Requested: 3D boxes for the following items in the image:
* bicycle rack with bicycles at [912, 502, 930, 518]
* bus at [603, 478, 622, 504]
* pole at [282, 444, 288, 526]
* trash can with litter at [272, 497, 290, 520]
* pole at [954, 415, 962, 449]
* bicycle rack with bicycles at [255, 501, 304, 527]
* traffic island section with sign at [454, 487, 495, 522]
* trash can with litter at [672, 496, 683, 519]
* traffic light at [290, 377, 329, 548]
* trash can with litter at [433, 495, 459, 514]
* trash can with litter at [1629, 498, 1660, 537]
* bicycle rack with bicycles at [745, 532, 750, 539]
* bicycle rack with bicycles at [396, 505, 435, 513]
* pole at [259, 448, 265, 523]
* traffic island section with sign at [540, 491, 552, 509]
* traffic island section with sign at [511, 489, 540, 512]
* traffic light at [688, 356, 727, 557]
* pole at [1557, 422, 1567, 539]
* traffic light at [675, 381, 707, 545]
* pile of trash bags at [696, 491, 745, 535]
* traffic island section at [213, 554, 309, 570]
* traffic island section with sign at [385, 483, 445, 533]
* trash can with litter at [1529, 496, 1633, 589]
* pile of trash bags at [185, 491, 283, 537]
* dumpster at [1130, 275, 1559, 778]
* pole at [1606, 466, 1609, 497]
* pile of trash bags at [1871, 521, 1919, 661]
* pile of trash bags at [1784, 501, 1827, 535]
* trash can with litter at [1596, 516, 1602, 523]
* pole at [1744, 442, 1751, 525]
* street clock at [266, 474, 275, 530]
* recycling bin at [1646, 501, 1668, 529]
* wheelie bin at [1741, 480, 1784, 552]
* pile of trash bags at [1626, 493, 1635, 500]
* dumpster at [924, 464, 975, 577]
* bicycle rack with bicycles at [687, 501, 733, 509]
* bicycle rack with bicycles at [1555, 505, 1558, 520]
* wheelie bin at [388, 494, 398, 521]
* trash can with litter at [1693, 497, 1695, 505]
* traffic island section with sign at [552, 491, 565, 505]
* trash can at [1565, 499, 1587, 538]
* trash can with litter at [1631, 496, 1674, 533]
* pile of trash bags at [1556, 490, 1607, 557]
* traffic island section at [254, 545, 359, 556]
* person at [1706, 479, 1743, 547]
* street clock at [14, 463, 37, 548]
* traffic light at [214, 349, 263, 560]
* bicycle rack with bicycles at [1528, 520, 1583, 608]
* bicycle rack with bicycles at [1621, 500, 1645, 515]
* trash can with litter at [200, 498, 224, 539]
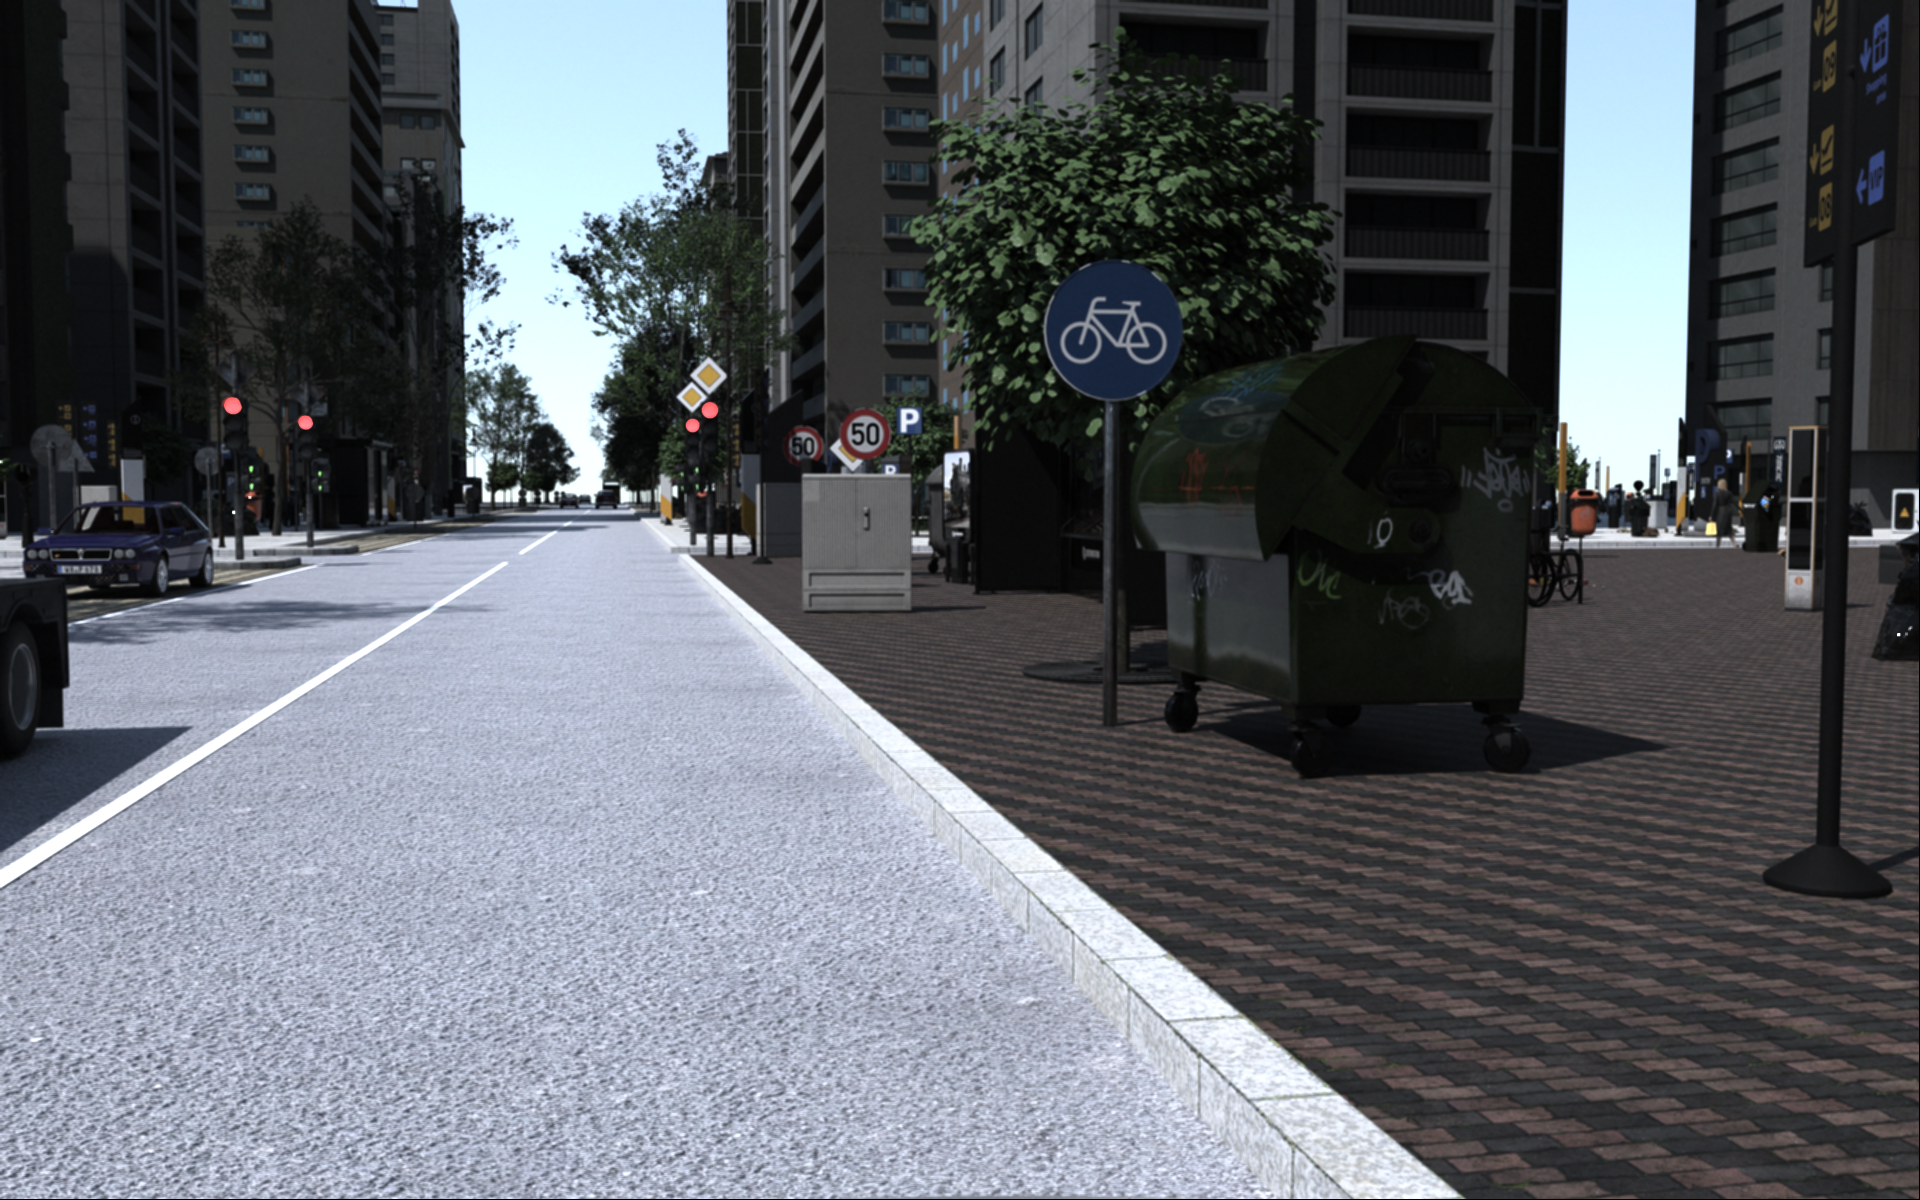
[{"bbox_3d":[-1.198,-4.162,81.433,2.852,0.926,2.925,-1,4,-11],"label":"bicycle rack with bicycles"},{"bbox_3d":[-52.019,-16.347,258.815,2.896,3.916,12.252,-1,4,-11],"label":"bus"},{"bbox_3d":[-27.324,-4.663,70.088,0.158,3.312,0.155,0,3,0],"label":"pole"},{"bbox_3d":[-36.302,-4.934,92.066,0.624,1.170,1.055,0,4,2],"label":"trash can with litter"},{"bbox_3d":[-0.055,-3.131,45.033,0.158,3.312,0.155,0,3,0],"label":"pole"},{"bbox_3d":[-27.489,-3.249,66.504,2.925,0.926,2.852,2,4,26],"label":"bicycle rack with bicycles"},{"bbox_3d":[-25.374,-5.008,90.515,1.989,1.847,2.006,-1,4,-11],"label":"traffic island section with sign"},{"bbox_3d":[-14.653,-4.785,89.622,0.624,1.170,1.055,-3,5,-39],"label":"trash can with litter"},{"bbox_3d":[-15.584,-3.215,41.485,0.839,4.253,0.868,-1,4,-11],"label":"traffic light"},{"bbox_3d":[-33.335,-6.115,111.038,2.233,1.210,1.678,-1,4,-14],"label":"trash can with litter"},{"bbox_3d":[20.482,-2.465,51.692,0.624,1.170,1.055,-1,4,-16],"label":"trash can with litter"},{"bbox_3d":[-4.427,-2.151,48.546,2.852,0.926,2.925,-2,4,-30],"label":"bicycle rack with bicycles"},{"bbox_3d":[-33.335,-5.693,106.461,2.925,0.926,2.852,-3,4,-39],"label":"bicycle rack with bicycles"},{"bbox_3d":[-30.909,-5.068,76.700,0.158,3.312,0.155,0,3,0],"label":"pole"},{"bbox_3d":[-40.389,-9.622,165.944,1.989,1.847,2.006,-1,4,-11],"label":"traffic island section with sign"},{"bbox_3d":[-35.025,-7.973,138.990,1.989,1.847,2.006,-1,4,-11],"label":"traffic island section with sign"},{"bbox_3d":[-5.141,-2.845,35.431,0.839,4.253,0.868,-1,4,-11],"label":"traffic light"},{"bbox_3d":[17.182,-3.398,49.396,0.158,3.312,0.155,0,3,0],"label":"pole"},{"bbox_3d":[-6.699,-3.324,43.263,0.839,4.253,0.868,-1,4,-11],"label":"traffic light"},{"bbox_3d":[-7.848,-2.855,56.432,1.912,1.369,3.447,-2,4,-30],"label":"pile of trash bags"},{"bbox_3d":[-14.066,-0.703,33.780,2.009,0.180,2.903,-1,4,-11],"label":"traffic island section"},{"bbox_3d":[-20.073,-3.379,63.869,1.989,1.847,2.006,-1,4,-11],"label":"traffic island section with sign"},{"bbox_3d":[8.414,-0.825,24.539,1.678,1.210,2.233,2,4,30],"label":"trash can with litter"},{"bbox_3d":[-22.573,-2.680,53.572,1.912,1.369,3.447,0,4,6],"label":"pile of trash bags"},{"bbox_3d":[1.838,-0.374,8.603,1.502,2.255,1.985,-1,4,-11],"label":"dumpster"},{"bbox_3d":[46.781,-8.029,125.111,0.158,3.312,0.155,0,3,0],"label":"pole"},{"bbox_3d":[8.680,-0.195,12.939,1.912,1.369,3.447,-3,5,-42],"label":"pile of trash bags"},{"bbox_3d":[27.943,-2.889,56.980,3.447,1.369,1.912,1,4,15],"label":"pile of trash bags"},{"bbox_3d":[28.037,-4.027,77.234,1.055,1.170,0.624,-1,4,-12],"label":"trash can with litter"},{"bbox_3d":[31.006,-4.546,68.168,0.158,3.312,0.155,0,3,0],"label":"pole"},{"bbox_3d":[-24.688,-3.518,62.093,0.358,2.002,0.471,-1,4,-17],"label":"street clock"},{"bbox_3d":[25.599,-3.143,63.936,0.722,1.027,0.722,-2,4,-31],"label":"recycling bin"},{"bbox_3d":[17.779,-1.864,38.379,0.693,1.594,0.980,0,4,-4],"label":"wheelie bin"},{"bbox_3d":[44.905,-6.638,118.280,3.447,1.369,1.912,-2,4,-35],"label":"pile of trash bags"},{"bbox_3d":[0.202,-1.330,27.500,1.264,1.857,1.865,-1,4,-11],"label":"dumpster"},{"bbox_3d":[-12.251,-4.456,86.234,2.852,0.926,2.925,1,4,16],"label":"bicycle rack with bicycles"},{"bbox_3d":[27.977,-4.062,79.793,2.852,0.926,2.925,3,5,40],"label":"bicycle rack with bicycles"},{"bbox_3d":[-26.655,-4.457,80.772,0.980,1.594,0.693,3,5,39],"label":"wheelie bin"},{"bbox_3d":[42.447,-5.415,99.929,0.624,1.170,1.055,0,4,7],"label":"trash can with litter"},{"bbox_3d":[-51.197,-12.944,220.260,1.989,1.847,2.006,-1,4,-11],"label":"traffic island section with sign"},{"bbox_3d":[18.135,-2.403,50.944,0.748,1.137,0.748,0,3,0],"label":"trash can"},{"bbox_3d":[22.800,-2.845,57.577,2.233,1.210,1.678,1,4,18],"label":"trash can with litter"},{"bbox_3d":[11.238,-1.562,35.295,3.447,1.369,1.912,1,4,9],"label":"pile of trash bags"},{"bbox_3d":[-15.625,-1.182,41.612,2.009,0.180,2.903,-1,4,-11],"label":"traffic island section"},{"bbox_3d":[19.123,-2.064,42.470,1.509,1.804,0.699,2,4,27],"label":"person"},{"bbox_3d":[-22.144,-2.234,41.103,0.471,2.002,0.358,1,4,17],"label":"street clock"},{"bbox_3d":[-14.025,-2.736,33.653,0.839,4.253,0.868,-1,4,-11],"label":"traffic light"},{"bbox_3d":[6.233,-0.433,20.455,2.925,0.926,2.852,-2,4,-27],"label":"bicycle rack with bicycles"},{"bbox_3d":[41.426,-5.556,104.226,2.925,0.926,2.852,2,4,30],"label":"bicycle rack with bicycles"},{"bbox_3d":[-21.755,-2.380,50.299,0.624,1.170,1.055,-1,4,-18],"label":"trash can with litter"}]
